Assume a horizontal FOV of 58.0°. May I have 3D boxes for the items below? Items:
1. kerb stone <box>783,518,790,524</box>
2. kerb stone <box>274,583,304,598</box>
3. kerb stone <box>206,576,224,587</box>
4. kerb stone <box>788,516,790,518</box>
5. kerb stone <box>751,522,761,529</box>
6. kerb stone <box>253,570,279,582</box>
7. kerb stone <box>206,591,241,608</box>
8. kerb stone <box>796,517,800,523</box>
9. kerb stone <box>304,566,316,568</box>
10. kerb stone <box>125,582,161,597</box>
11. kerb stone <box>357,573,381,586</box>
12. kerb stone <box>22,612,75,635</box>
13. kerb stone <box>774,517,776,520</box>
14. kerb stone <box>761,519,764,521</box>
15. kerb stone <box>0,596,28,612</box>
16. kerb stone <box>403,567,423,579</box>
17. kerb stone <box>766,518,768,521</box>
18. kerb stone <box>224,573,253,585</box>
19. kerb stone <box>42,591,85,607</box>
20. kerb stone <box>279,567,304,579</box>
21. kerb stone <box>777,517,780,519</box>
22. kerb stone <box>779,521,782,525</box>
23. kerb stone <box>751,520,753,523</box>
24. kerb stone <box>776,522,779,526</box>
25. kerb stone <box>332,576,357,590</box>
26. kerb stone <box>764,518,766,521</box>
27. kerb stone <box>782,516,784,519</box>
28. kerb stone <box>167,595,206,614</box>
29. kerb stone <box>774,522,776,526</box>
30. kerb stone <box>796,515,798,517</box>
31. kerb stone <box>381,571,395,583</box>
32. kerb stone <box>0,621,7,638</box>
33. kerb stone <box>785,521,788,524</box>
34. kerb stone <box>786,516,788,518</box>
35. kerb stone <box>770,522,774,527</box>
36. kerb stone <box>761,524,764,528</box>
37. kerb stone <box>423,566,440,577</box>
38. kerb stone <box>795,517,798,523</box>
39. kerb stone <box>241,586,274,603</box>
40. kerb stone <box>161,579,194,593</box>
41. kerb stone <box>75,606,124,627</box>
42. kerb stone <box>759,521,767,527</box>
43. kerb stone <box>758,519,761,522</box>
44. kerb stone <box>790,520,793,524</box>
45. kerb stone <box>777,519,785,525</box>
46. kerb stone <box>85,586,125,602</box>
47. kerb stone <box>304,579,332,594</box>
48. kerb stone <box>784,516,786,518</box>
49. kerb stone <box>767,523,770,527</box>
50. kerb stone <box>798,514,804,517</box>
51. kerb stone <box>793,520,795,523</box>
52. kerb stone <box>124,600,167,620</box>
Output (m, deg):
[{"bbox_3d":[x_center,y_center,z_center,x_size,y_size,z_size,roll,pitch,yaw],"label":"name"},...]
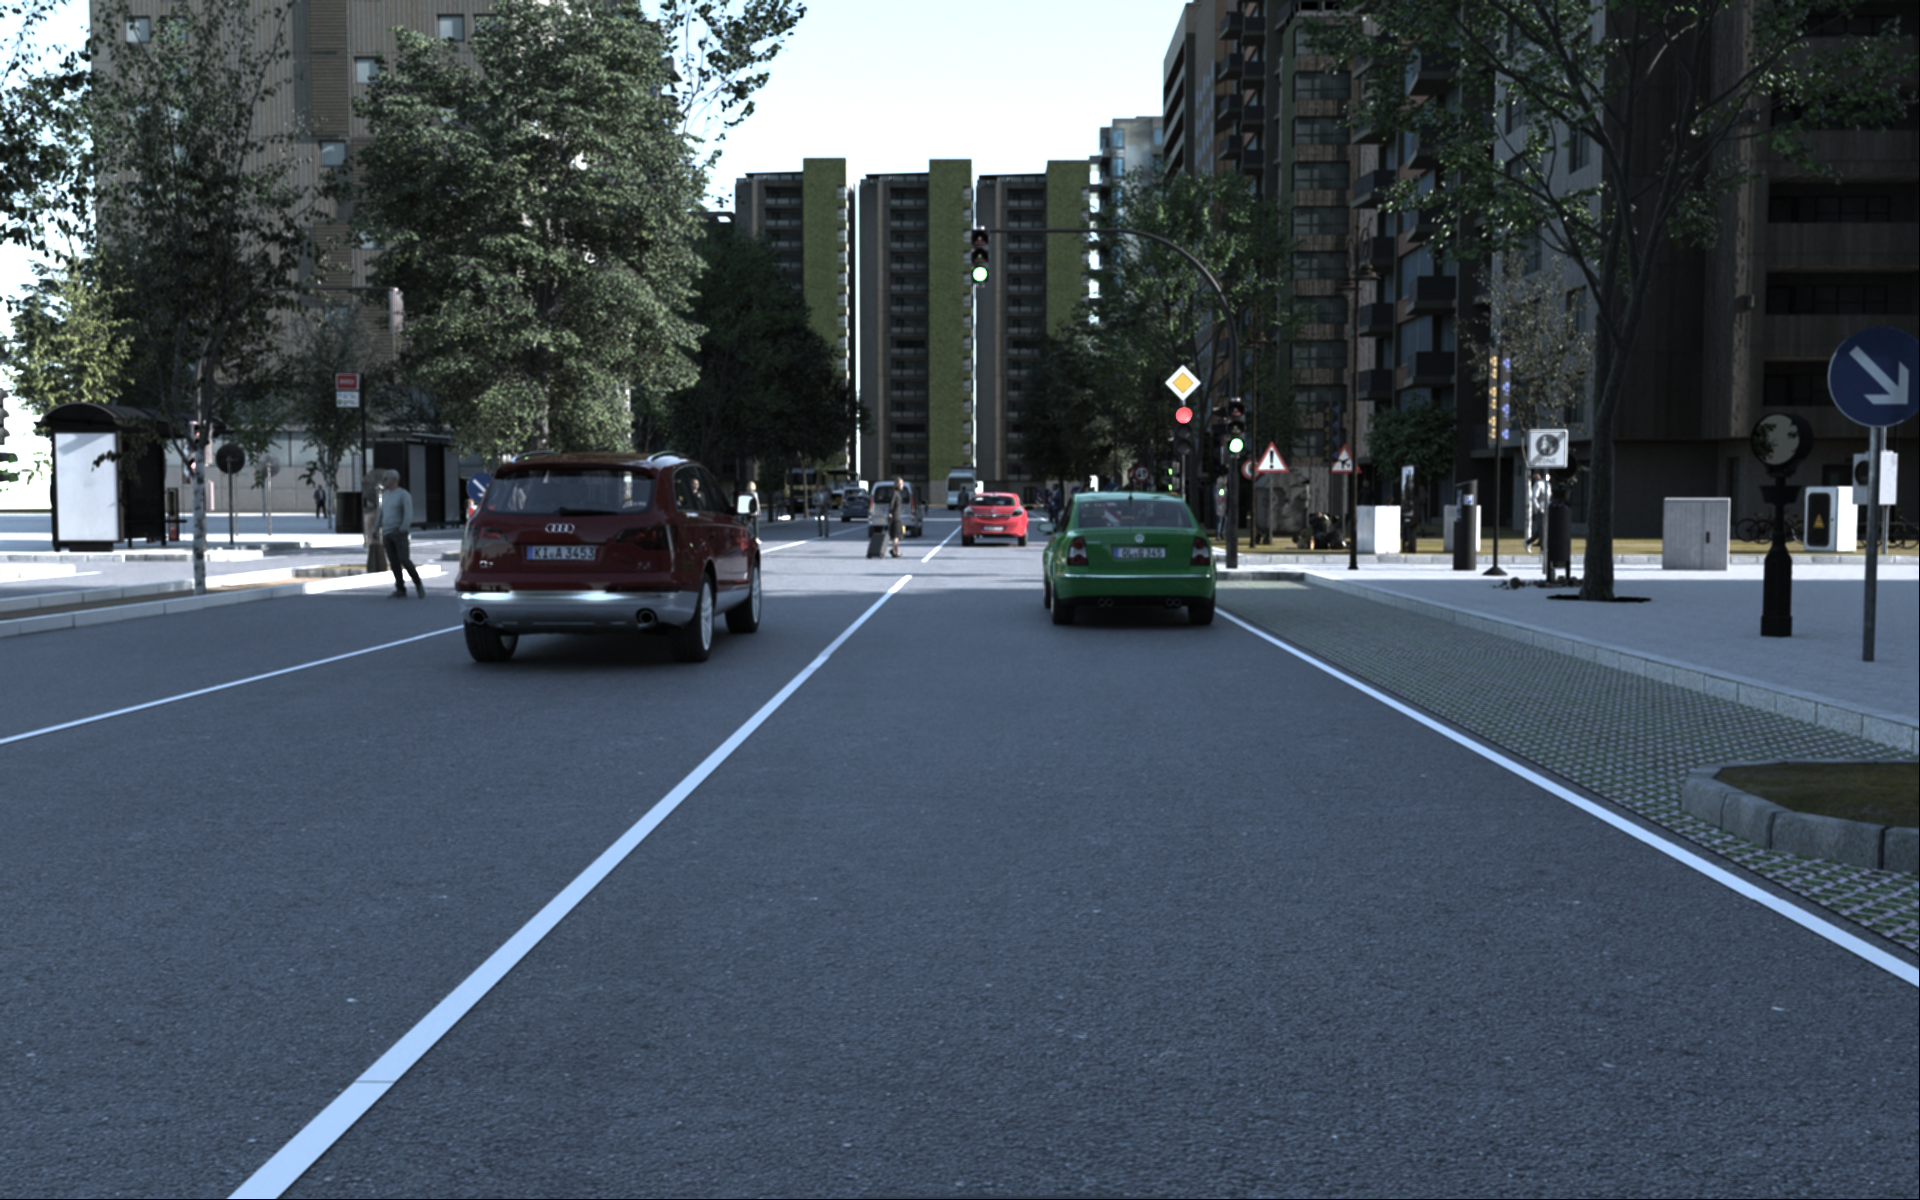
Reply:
[{"bbox_3d":[-8.303,-3.668,82.201,0.120,0.150,1.000,0,4,1],"label":"kerb stone"},{"bbox_3d":[-9.483,-0.126,24.247,0.120,0.150,1.000,0,4,1],"label":"kerb stone"},{"bbox_3d":[-11.533,-0.257,26.398,0.120,0.150,1.000,0,4,1],"label":"kerb stone"},{"bbox_3d":[-10.036,-4.737,99.689,0.120,0.150,1.000,0,4,1],"label":"kerb stone"},{"bbox_3d":[-8.504,-3.036,71.966,0.120,0.150,1.000,0,4,1],"label":"kerb stone"},{"bbox_3d":[-11.493,-0.382,28.442,0.120,0.150,1.000,0,4,1],"label":"kerb stone"},{"bbox_3d":[-9.525,-0.001,22.204,0.120,0.150,1.000,0,4,1],"label":"kerb stone"},{"bbox_3d":[-8.212,-3.921,86.306,0.120,0.150,1.000,0,4,1],"label":"kerb stone"},{"bbox_3d":[-11.441,-0.507,30.491,0.120,0.150,1.000,0,4,1],"label":"kerb stone"},{"bbox_3d":[-11.570,-0.132,24.353,0.120,0.150,1.000,0,4,1],"label":"kerb stone"},{"bbox_3d":[-9.416,-0.312,27.325,0.120,0.150,1.000,0,4,1],"label":"kerb stone"},{"bbox_3d":[-9.608,0.252,18.116,0.120,0.150,1.000,0,4,1],"label":"kerb stone"},{"bbox_3d":[-10.158,-4.364,93.541,0.120,0.150,1.000,0,4,1],"label":"kerb stone"},{"bbox_3d":[-10.264,-4.050,88.409,0.120,0.150,1.000,0,4,1],"label":"kerb stone"},{"bbox_3d":[-11.643,0.057,21.274,0.120,0.150,1.000,0,4,1],"label":"kerb stone"},{"bbox_3d":[-9.373,-0.439,29.381,0.120,0.150,1.000,0,4,1],"label":"kerb stone"},{"bbox_3d":[-10.223,-4.167,90.464,0.120,0.150,1.000,0,4,1],"label":"kerb stone"},{"bbox_3d":[-11.512,-0.317,27.420,0.120,0.150,1.000,0,4,1],"label":"kerb stone"},{"bbox_3d":[-11.625,-0.006,22.301,0.120,0.150,1.000,0,4,1],"label":"kerb stone"},{"bbox_3d":[-11.465,-0.445,29.465,0.120,0.150,1.000,0,4,1],"label":"kerb stone"},{"bbox_3d":[-10.114,-4.489,95.586,0.120,0.150,1.000,0,4,1],"label":"kerb stone"},{"bbox_3d":[-8.362,-3.479,79.131,0.120,0.150,1.000,0,4,1],"label":"kerb stone"},{"bbox_3d":[-10.329,-3.861,85.342,0.120,0.150,1.000,0,4,1],"label":"kerb stone"},{"bbox_3d":[-8.380,-3.420,78.108,0.120,0.150,1.000,0,4,1],"label":"kerb stone"},{"bbox_3d":[-9.439,-0.250,26.291,0.120,0.150,1.000,0,4,1],"label":"kerb stone"},{"bbox_3d":[-10.251,-4.113,89.442,0.120,0.150,1.000,0,4,1],"label":"kerb stone"},{"bbox_3d":[-10.098,-4.548,96.608,0.120,0.150,1.000,0,4,1],"label":"kerb stone"},{"bbox_3d":[-9.538,0.062,21.182,0.120,0.150,1.000,0,4,1],"label":"kerb stone"},{"bbox_3d":[-8.405,-3.357,77.087,0.120,0.150,1.000,0,4,1],"label":"kerb stone"},{"bbox_3d":[-9.950,-4.987,103.791,0.120,0.150,1.000,0,4,1],"label":"kerb stone"},{"bbox_3d":[-9.392,-0.377,28.359,0.120,0.150,1.000,0,4,1],"label":"kerb stone"},{"bbox_3d":[-9.622,0.312,17.090,0.120,0.150,1.000,0,4,1],"label":"kerb stone"},{"bbox_3d":[-8.319,-3.606,81.175,0.120,0.150,1.000,0,4,1],"label":"kerb stone"},{"bbox_3d":[-10.055,-4.677,98.660,0.120,0.150,1.000,0,4,1],"label":"kerb stone"},{"bbox_3d":[-8.419,-3.292,76.060,0.120,0.150,1.000,0,4,1],"label":"kerb stone"},{"bbox_3d":[-8.491,-3.106,72.991,0.120,0.150,1.000,0,4,1],"label":"kerb stone"},{"bbox_3d":[-9.352,-0.502,30.403,0.120,0.150,1.000,0,4,1],"label":"kerb stone"},{"bbox_3d":[-8.229,-3.859,85.284,0.120,0.150,1.000,0,4,1],"label":"kerb stone"},{"bbox_3d":[-9.509,-0.059,23.226,0.120,0.150,1.000,0,4,1],"label":"kerb stone"},{"bbox_3d":[-11.555,-0.195,25.376,0.120,0.150,1.000,0,4,1],"label":"kerb stone"},{"bbox_3d":[-9.576,0.187,19.138,0.120,0.150,1.000,0,4,1],"label":"kerb stone"},{"bbox_3d":[-8.462,-3.169,74.016,0.120,0.150,1.000,0,4,1],"label":"kerb stone"},{"bbox_3d":[-10.289,-3.987,87.386,0.120,0.150,1.000,0,4,1],"label":"kerb stone"},{"bbox_3d":[-8.274,-3.727,83.228,0.120,0.150,1.000,0,4,1],"label":"kerb stone"},{"bbox_3d":[-8.337,-3.545,80.153,0.120,0.150,1.000,0,4,1],"label":"kerb stone"},{"bbox_3d":[-11.595,-0.064,23.323,0.120,0.150,1.000,0,4,1],"label":"kerb stone"},{"bbox_3d":[-9.455,-0.185,25.269,0.120,0.150,1.000,0,4,1],"label":"kerb stone"},{"bbox_3d":[-10.080,-4.611,97.638,0.120,0.150,1.000,0,4,1],"label":"kerb stone"},{"bbox_3d":[-8.455,-3.226,75.038,0.120,0.150,1.000,0,4,1],"label":"kerb stone"},{"bbox_3d":[-9.889,-5.178,106.859,0.120,0.150,1.000,0,4,1],"label":"kerb stone"},{"bbox_3d":[-8.253,-3.795,84.257,0.120,0.150,1.000,0,4,1],"label":"kerb stone"},{"bbox_3d":[-9.565,0.126,20.160,0.120,0.150,1.000,0,4,1],"label":"kerb stone"}]
